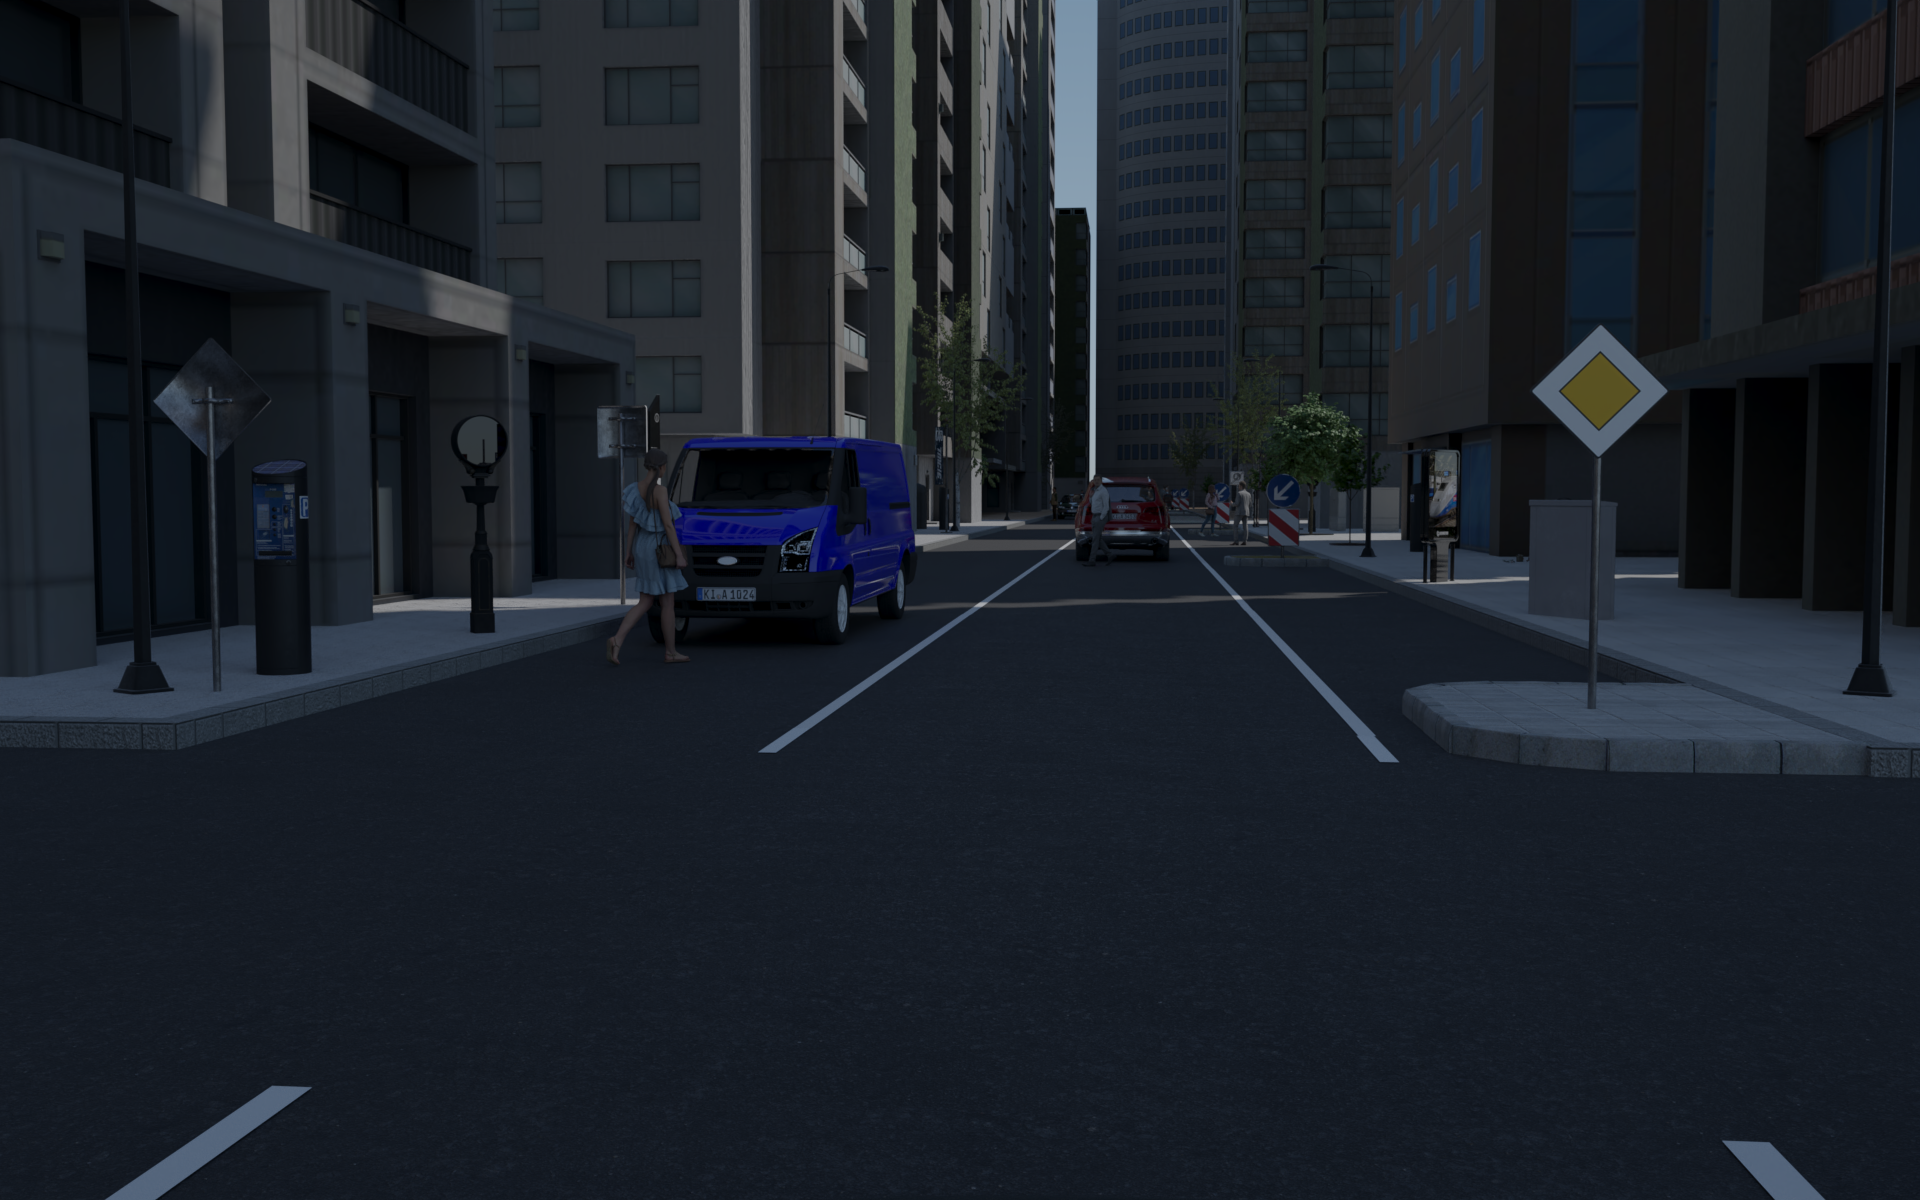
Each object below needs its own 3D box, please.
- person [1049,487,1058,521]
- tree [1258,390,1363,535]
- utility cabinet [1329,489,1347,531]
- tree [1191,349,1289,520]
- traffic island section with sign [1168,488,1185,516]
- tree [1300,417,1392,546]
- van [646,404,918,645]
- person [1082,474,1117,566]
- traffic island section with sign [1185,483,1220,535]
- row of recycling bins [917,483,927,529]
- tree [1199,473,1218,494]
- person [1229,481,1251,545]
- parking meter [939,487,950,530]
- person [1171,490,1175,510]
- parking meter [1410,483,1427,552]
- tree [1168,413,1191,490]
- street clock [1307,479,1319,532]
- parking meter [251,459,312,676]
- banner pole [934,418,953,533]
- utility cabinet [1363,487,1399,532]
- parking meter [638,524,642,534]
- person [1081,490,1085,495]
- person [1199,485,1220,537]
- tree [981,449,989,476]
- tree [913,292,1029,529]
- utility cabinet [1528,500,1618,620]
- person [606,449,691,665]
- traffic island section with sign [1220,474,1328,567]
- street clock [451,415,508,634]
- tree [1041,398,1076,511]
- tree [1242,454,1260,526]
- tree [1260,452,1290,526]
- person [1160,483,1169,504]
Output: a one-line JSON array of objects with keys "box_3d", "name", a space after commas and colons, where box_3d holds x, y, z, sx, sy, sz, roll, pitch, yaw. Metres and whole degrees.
[{"box_3d": [5.007, -5.121, 92.324, 0.705, 1.812, 1.348, -1, 4, -10], "name": "person"}, {"box_3d": [10.969, -4.326, 54.446, 4.285, 4.588, 4.351, 0, 3, 0], "name": "tree"}, {"box_3d": [13.138, -3.156, 60.278, 0.318, 1.500, 1.173, 0, 4, -2], "name": "utility cabinet"}, {"box_3d": [14.526, -8.349, 86.862, 4.737, 8.622, 4.395, 0, 3, 0], "name": "tree"}, {"box_3d": [14.391, -6.335, 112.210, 1.989, 1.847, 2.006, 0, 4, 6], "name": "traffic island section with sign"}, {"box_3d": [9.669, -2.975, 43.235, 1.663, 3.219, 1.824, 0, 3, 0], "name": "tree"}, {"box_3d": [-1.793, -0.853, 18.334, 2.240, 2.365, 5.245, 0, 4, 7], "name": "van"}, {"box_3d": [2.760, -1.583, 34.475, 0.850, 1.850, 0.679, -2, 4, -26], "name": "person"}, {"box_3d": [9.174, -3.257, 61.884, 1.989, 1.847, 2.006, 0, 4, 6], "name": "traffic island section with sign"}, {"box_3d": [-2.464, -3.396, 62.645, 1.069, 1.692, 3.534, 3, 5, 40], "name": "row of recycling bins"}, {"box_3d": [21.075, -9.341, 147.328, 1.663, 3.219, 1.824, 0, 3, 0], "name": "tree"}, {"box_3d": [7.829, -2.434, 48.492, 0.606, 1.804, 0.583, -3, 5, -43], "name": "person"}, {"box_3d": [-0.567, -3.273, 61.926, 0.372, 1.533, 0.369, 0, 3, 0], "name": "parking meter"}, {"box_3d": [18.600, -8.740, 151.365, 0.705, 1.831, 1.348, 2, 4, 26], "name": "person"}, {"box_3d": [10.179, -1.835, 38.415, 0.372, 1.533, 0.369, 0, 3, 0], "name": "parking meter"}, {"box_3d": [20.574, -12.460, 154.089, 4.737, 8.622, 4.395, 0, 3, 0], "name": "tree"}, {"box_3d": [11.913, -3.303, 58.566, 0.471, 2.002, 0.358, -3, 5, -40], "name": "street clock"}, {"box_3d": [-4.845, -0.242, 12.374, 0.372, 1.533, 0.369, 0, 3, 0], "name": "parking meter"}, {"box_3d": [-0.581, -4.078, 56.699, 0.401, 3.779, 0.863, 3, 4, 36], "name": "banner pole"}, {"box_3d": [14.172, -3.035, 58.294, 1.173, 1.500, 0.318, 1, 4, 13], "name": "utility cabinet"}, {"box_3d": [-7.417, -1.941, 40.151, 0.372, 1.533, 0.369, 0, 3, 0], "name": "parking meter"}, {"box_3d": [9.533, -7.608, 133.337, 0.683, 1.767, 0.568, 0, 4, -4], "name": "person"}, {"box_3d": [8.416, -3.023, 58.509, 0.643, 1.750, 0.593, 3, 4, 36], "name": "person"}, {"box_3d": [-0.305, -6.183, 84.811, 4.285, 4.588, 4.351, 0, 3, 0], "name": "tree"}, {"box_3d": [0.075, -6.903, 63.224, 4.737, 8.622, 4.395, 0, 3, 0], "name": "tree"}, {"box_3d": [6.383, -0.422, 18.069, 0.306, 1.237, 1.020, -1, 4, -20], "name": "utility cabinet"}, {"box_3d": [-2.566, -0.360, 14.488, 0.778, 1.811, 0.616, -3, 5, -43], "name": "person"}, {"box_3d": [6.376, -1.618, 35.074, 1.989, 1.847, 2.006, 0, 4, 6], "name": "traffic island section with sign"}, {"box_3d": [-4.421, -0.698, 15.977, 0.471, 2.002, 0.358, -2, 4, -29], "name": "street clock"}, {"box_3d": [6.722, -11.108, 131.983, 4.360, 8.622, 3.978, 0, 3, 0], "name": "tree"}, {"box_3d": [12.634, -4.651, 70.650, 1.663, 3.219, 1.824, 0, 3, 0], "name": "tree"}, {"box_3d": [11.879, -4.158, 62.589, 1.663, 3.219, 1.824, 0, 3, 0], "name": "tree"}, {"box_3d": [7.878, -3.571, 66.687, 0.447, 1.846, 0.655, -1, 4, -13], "name": "person"}]
